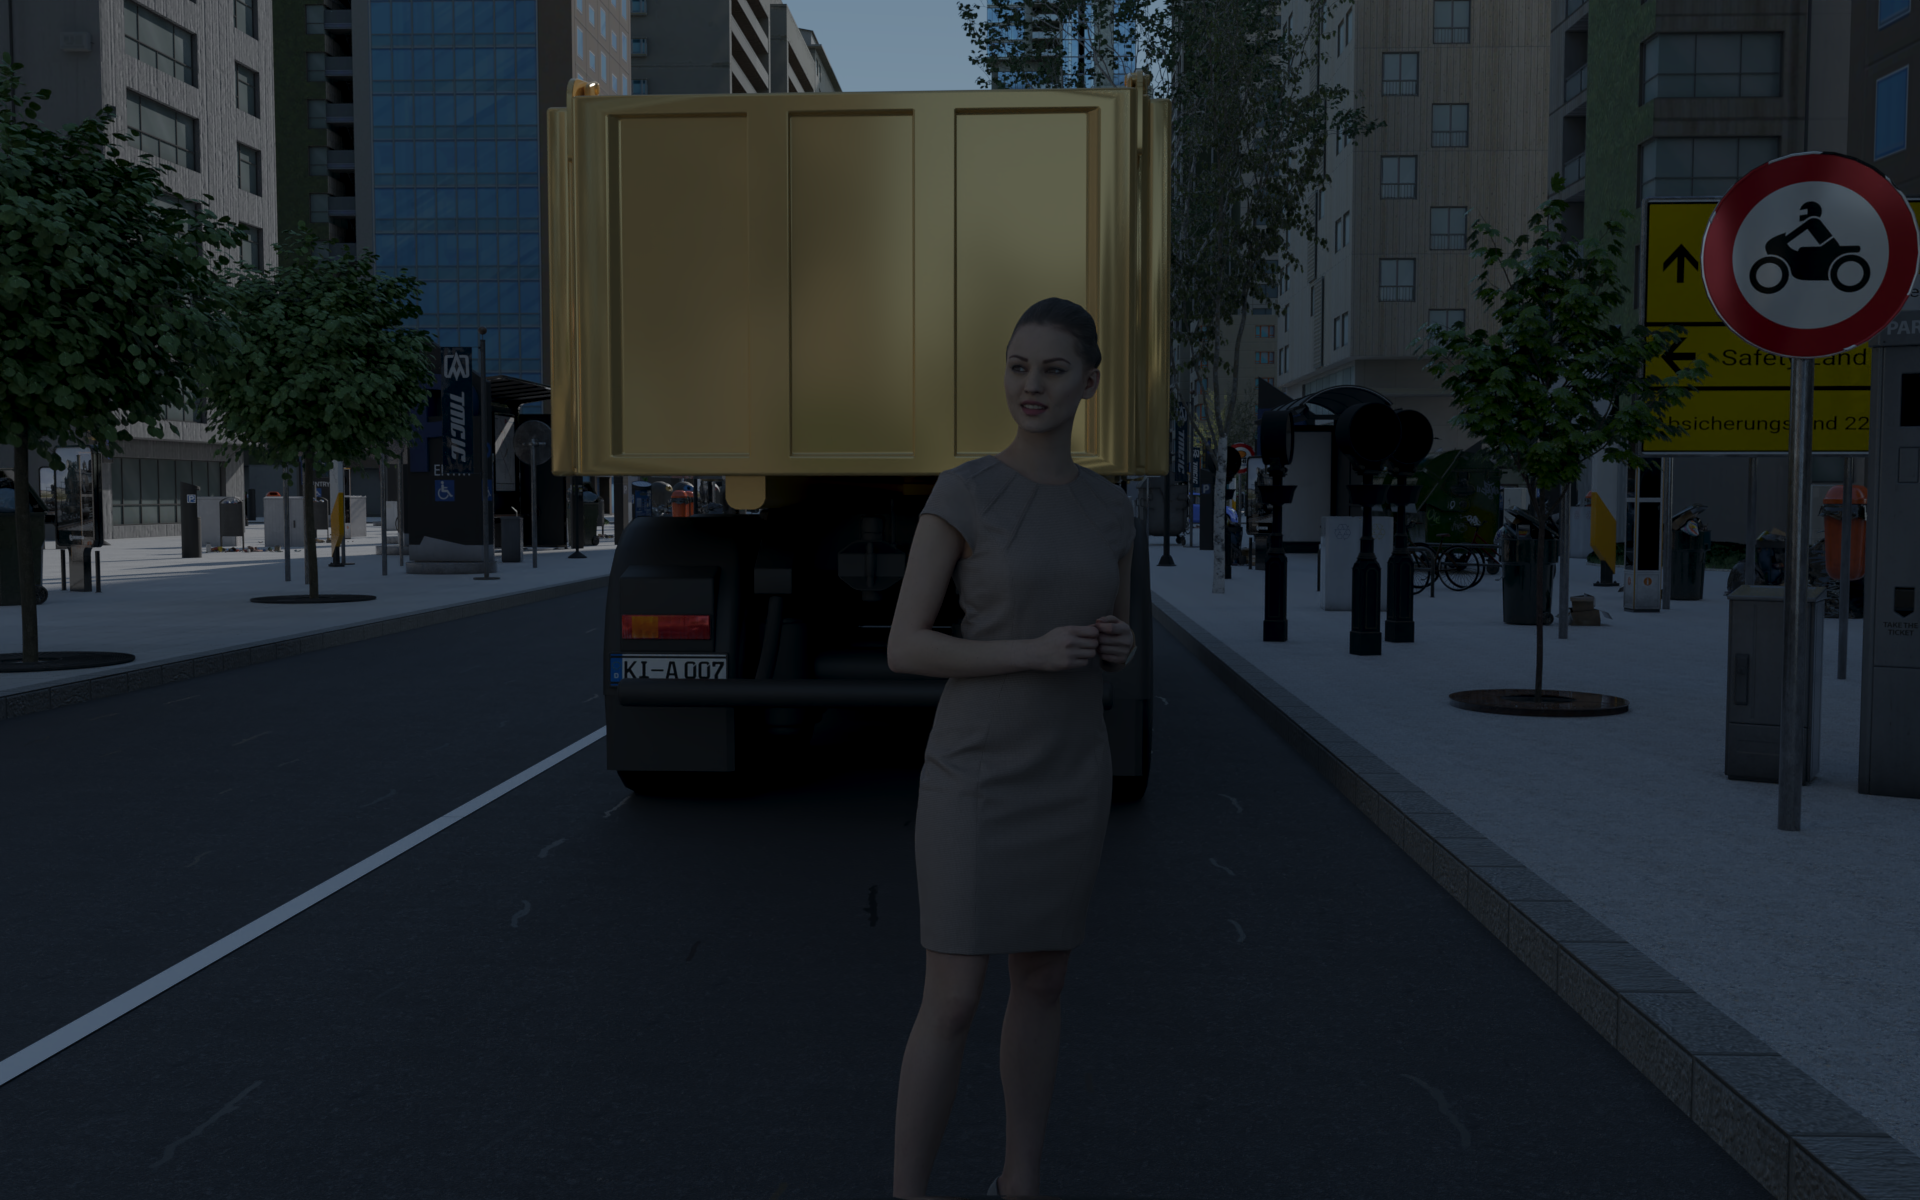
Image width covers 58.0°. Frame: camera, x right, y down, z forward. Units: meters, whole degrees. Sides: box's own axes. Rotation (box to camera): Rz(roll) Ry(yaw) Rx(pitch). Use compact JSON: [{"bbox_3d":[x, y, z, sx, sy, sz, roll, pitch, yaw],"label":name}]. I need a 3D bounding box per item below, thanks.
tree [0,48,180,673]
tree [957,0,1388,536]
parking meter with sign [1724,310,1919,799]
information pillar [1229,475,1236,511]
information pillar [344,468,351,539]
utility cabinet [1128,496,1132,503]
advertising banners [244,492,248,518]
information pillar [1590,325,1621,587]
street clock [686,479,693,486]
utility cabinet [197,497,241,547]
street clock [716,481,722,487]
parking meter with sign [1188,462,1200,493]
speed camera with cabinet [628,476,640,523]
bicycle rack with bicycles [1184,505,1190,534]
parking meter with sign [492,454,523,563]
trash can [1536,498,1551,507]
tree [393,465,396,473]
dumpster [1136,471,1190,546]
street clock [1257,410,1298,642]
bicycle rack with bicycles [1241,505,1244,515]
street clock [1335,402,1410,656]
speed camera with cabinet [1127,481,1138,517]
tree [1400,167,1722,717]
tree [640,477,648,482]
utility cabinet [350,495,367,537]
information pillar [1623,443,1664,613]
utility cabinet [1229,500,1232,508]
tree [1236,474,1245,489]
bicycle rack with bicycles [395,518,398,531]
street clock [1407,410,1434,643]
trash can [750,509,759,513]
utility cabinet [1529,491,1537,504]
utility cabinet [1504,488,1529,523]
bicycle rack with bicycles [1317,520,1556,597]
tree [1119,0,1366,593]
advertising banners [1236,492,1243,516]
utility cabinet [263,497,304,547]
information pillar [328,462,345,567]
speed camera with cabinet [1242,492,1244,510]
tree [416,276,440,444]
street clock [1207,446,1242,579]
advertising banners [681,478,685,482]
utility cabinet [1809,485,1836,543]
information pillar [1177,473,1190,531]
[{"bbox_3d":[-7.091,-1.792,13.014,4.285,4.588,4.351,0,3,0],"label":"tree"},{"bbox_3d":[7.054,-12.014,52.311,12.611,20.169,13.585,0,3,0],"label":"tree"},{"bbox_3d":[4.229,-0.677,7.327,1.738,3.016,0.543,2,4,33],"label":"parking meter with sign"},{"bbox_3d":[14.186,-6.041,90.130,0.183,3.616,0.504,-2,4,-29],"label":"information pillar"},{"bbox_3d":[-17.484,-2.726,49.068,0.304,2.012,0.304,1,4,18],"label":"information pillar"},{"bbox_3d":[4.757,-2.574,53.249,1.020,1.237,0.306,1,4,17],"label":"utility cabinet"},{"bbox_3d":[-36.398,-5.554,86.989,0.090,3.025,2.074,1,4,12],"label":"advertising banners"},{"bbox_3d":[8.930,-1.993,23.948,0.504,3.616,0.183,-2,4,-35],"label":"information pillar"},{"bbox_3d":[-10.324,-3.822,67.053,0.471,2.002,0.358,2,4,25],"label":"street clock"},{"bbox_3d":[-18.196,-1.916,42.484,1.020,1.237,0.306,0,4,3],"label":"utility cabinet"},{"bbox_3d":[-12.375,-5.165,89.016,0.358,2.002,0.471,-1,4,-21],"label":"street clock"},{"bbox_3d":[13.334,-6.017,94.636,1.738,3.016,0.543,3,5,39],"label":"parking meter with sign"},{"bbox_3d":[-9.097,-3.235,47.233,0.660,3.252,2.038,-1,4,-13],"label":"speed camera with cabinet"},{"bbox_3d":[7.517,-2.614,56.129,2.852,0.926,2.925,0,4,6],"label":"bicycle rack with bicycles"},{"bbox_3d":[-9.103,-2.213,32.442,1.738,3.016,0.543,0,4,-5],"label":"parking meter with sign"},{"bbox_3d":[21.193,-3.157,63.277,0.748,1.137,0.748,0,3,0],"label":"trash can"},{"bbox_3d":[-16.694,-3.586,53.235,1.663,3.219,1.824,0,3,0],"label":"tree"},{"bbox_3d":[5.120,-2.321,43.710,1.264,1.857,1.865,0,4,2],"label":"dumpster"},{"bbox_3d":[2.753,-0.642,15.059,0.358,2.002,0.471,1,4,20],"label":"street clock"},{"bbox_3d":[18.678,-5.635,105.516,2.852,0.926,2.925,-3,5,-45],"label":"bicycle rack with bicycles"},{"bbox_3d":[3.239,-0.563,13.776,0.471,2.002,0.358,-1,4,-16],"label":"street clock"},{"bbox_3d":[6.271,-4.334,65.196,0.660,3.252,2.038,0,4,-6],"label":"speed camera with cabinet"},{"bbox_3d":[3.615,-0.961,10.308,1.663,3.219,1.824,0,3,0],"label":"tree"},{"bbox_3d":[-15.914,-5.857,90.362,1.663,3.219,1.824,0,3,0],"label":"tree"},{"bbox_3d":[-18.199,-2.490,51.865,0.306,1.237,1.020,1,4,14],"label":"utility cabinet"},{"bbox_3d":[7.431,-0.876,18.815,0.304,2.012,0.304,0,3,0],"label":"information pillar"},{"bbox_3d":[12.583,-4.423,83.473,1.020,1.237,0.306,2,4,35],"label":"utility cabinet"},{"bbox_3d":[22.973,-9.198,134.094,4.285,4.588,4.351,0,3,0],"label":"tree"},{"bbox_3d":[-16.645,-2.635,56.469,2.925,0.926,2.852,3,5,42],"label":"bicycle rack with bicycles"},{"bbox_3d":[3.812,-0.636,14.964,0.471,2.002,0.358,-1,4,-14],"label":"street clock"},{"bbox_3d":[-13.887,-6.448,117.071,0.748,1.137,0.748,0,3,0],"label":"trash can"},{"bbox_3d":[23.011,-3.731,69.686,0.318,1.500,1.173,-2,4,-26],"label":"utility cabinet"},{"bbox_3d":[19.287,-3.191,60.844,0.318,1.500,1.173,-3,4,-36],"label":"utility cabinet"},{"bbox_3d":[5.972,-0.583,22.921,2.852,0.926,2.925,-3,4,-39],"label":"bicycle rack with bicycles"},{"bbox_3d":[3.242,-4.405,22.379,4.360,8.622,3.978,0,3,0],"label":"tree"},{"bbox_3d":[14.688,-6.117,96.205,2.074,3.025,0.090,1,4,9],"label":"advertising banners"},{"bbox_3d":[-16.384,-1.897,42.176,1.020,1.237,0.306,-1,4,-10],"label":"utility cabinet"},{"bbox_3d":[-10.954,-2.387,30.388,0.183,3.616,0.504,-3,4,-37],"label":"information pillar"},{"bbox_3d":[23.599,-9.058,142.438,2.038,3.252,0.660,0,4,6],"label":"speed camera with cabinet"},{"bbox_3d":[-7.800,-2.274,20.886,4.285,4.588,4.351,0,3,0],"label":"tree"},{"bbox_3d":[3.988,-1.321,26.172,0.471,2.002,0.358,-1,4,-17],"label":"street clock"},{"bbox_3d":[-13.738,-5.606,87.844,0.090,3.025,2.074,-2,4,-32],"label":"advertising banners"},{"bbox_3d":[20.285,-1.943,40.449,1.173,1.500,0.318,-1,4,-16],"label":"utility cabinet"},{"bbox_3d":[7.858,-3.455,60.977,0.304,2.012,0.304,-3,4,-37],"label":"information pillar"}]
